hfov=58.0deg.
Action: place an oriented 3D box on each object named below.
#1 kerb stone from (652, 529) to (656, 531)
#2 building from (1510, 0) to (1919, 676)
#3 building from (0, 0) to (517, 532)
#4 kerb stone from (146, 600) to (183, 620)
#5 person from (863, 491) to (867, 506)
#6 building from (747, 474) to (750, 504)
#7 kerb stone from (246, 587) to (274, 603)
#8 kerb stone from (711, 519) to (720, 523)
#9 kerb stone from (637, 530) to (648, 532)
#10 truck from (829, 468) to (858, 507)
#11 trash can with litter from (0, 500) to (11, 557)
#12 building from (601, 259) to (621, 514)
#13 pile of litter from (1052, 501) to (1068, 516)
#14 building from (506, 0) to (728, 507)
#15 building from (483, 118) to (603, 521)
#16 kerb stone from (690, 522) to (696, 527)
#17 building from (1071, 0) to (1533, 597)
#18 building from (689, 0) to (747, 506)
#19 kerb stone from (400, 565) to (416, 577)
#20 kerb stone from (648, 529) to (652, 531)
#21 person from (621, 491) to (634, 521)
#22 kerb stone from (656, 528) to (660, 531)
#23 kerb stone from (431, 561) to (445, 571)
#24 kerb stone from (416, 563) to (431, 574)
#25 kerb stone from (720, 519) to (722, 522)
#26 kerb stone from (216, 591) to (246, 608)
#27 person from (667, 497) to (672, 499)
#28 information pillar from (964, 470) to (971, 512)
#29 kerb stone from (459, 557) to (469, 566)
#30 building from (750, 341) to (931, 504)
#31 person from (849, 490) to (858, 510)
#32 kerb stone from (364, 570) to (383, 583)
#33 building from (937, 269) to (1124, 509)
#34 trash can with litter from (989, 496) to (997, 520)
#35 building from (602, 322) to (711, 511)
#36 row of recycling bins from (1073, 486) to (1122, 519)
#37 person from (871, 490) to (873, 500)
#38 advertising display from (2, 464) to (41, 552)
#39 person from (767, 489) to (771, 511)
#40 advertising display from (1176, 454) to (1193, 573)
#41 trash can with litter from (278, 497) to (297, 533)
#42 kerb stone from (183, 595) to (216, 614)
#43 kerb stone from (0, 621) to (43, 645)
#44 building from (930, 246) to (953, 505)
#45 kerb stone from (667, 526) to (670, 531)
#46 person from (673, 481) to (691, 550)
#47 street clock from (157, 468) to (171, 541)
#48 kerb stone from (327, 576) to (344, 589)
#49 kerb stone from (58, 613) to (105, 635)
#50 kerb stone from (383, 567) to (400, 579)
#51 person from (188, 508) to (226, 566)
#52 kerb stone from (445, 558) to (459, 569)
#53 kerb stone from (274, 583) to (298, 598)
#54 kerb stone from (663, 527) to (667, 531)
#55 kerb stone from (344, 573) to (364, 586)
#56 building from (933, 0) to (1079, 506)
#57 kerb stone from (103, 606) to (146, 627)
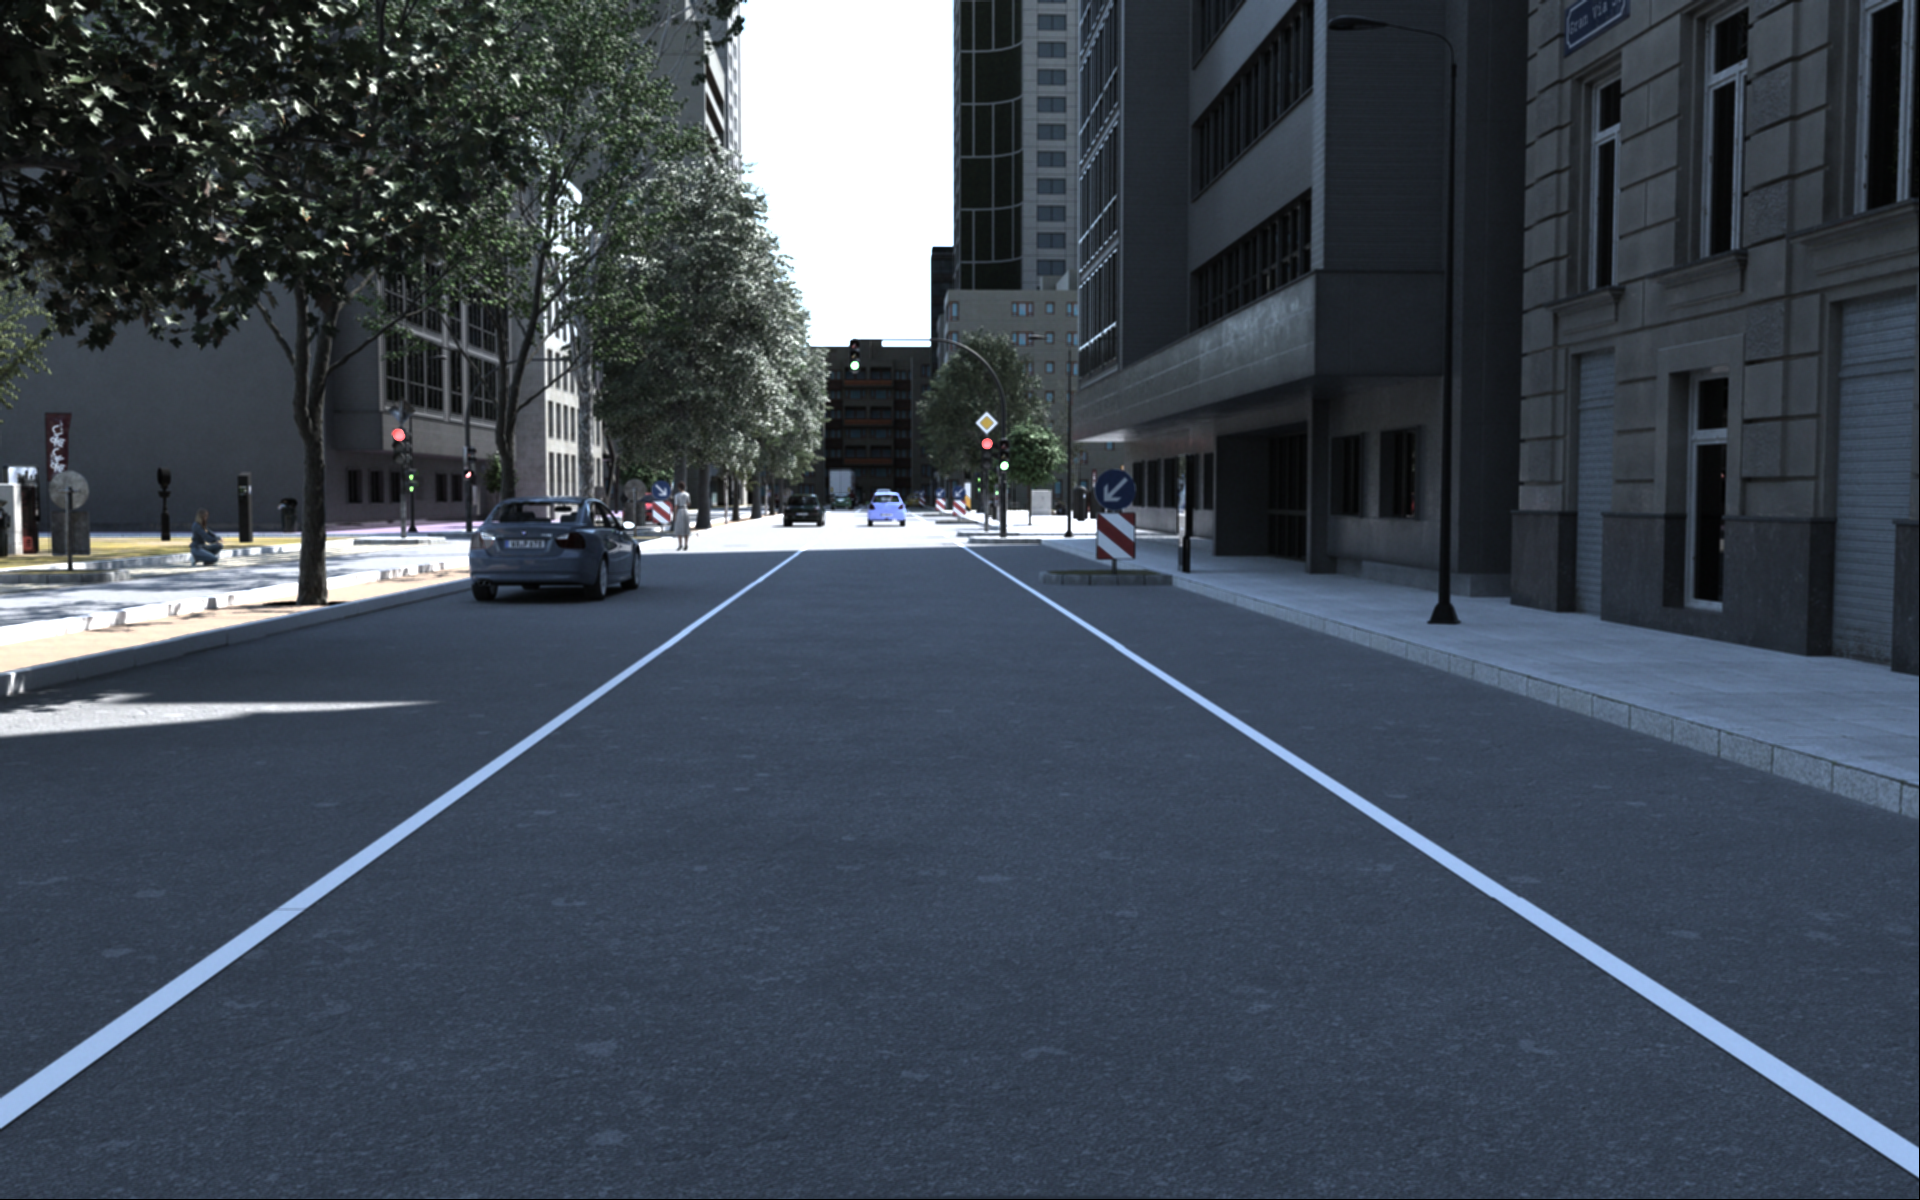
[{"bbox_3d":[-11.185,-2.460,62.526,0.120,0.150,1.000,0,4,-3],"label":"kerb stone"},{"bbox_3d":[12.572,-12.856,7.461,12.463,27.353,25.104,0,4,-3],"label":"building"},{"bbox_3d":[-27.426,-16.872,69.366,14.314,27.812,24.014,0,4,-3],"label":"building"},{"bbox_3d":[-9.278,0.134,20.014,0.120,0.150,1.000,0,4,-3],"label":"kerb stone"},{"bbox_3d":[-11.337,-12.076,205.951,0.705,1.824,1.348,-1,4,-21],"label":"person"},{"bbox_3d":[-42.122,-23.533,229.805,28.899,21.520,27.650,0,4,-3],"label":"building"},{"bbox_3d":[-9.415,-0.054,23.076,0.120,0.150,1.000,0,4,-3],"label":"kerb stone"},{"bbox_3d":[-12.301,-3.966,87.136,0.120,0.150,1.000,0,4,-3],"label":"kerb stone"},{"bbox_3d":[-11.095,-2.341,60.471,0.120,0.150,1.000,0,4,-3],"label":"kerb stone"},{"bbox_3d":[-13.087,-12.558,194.241,2.839,4.237,11.283,0,4,-1],"label":"truck"},{"bbox_3d":[-19.750,-1.440,34.933,1.055,1.170,0.624,0,4,-4],"label":"trash can with litter"},{"bbox_3d":[-29.884,-14.673,107.350,16.820,18.784,16.811,0,4,-3],"label":"building"},{"bbox_3d":[5.695,-5.397,102.207,1.719,0.858,1.176,-1,4,-19],"label":"pile of litter"},{"bbox_3d":[-34.783,-33.502,171.452,21.300,48.544,21.600,0,4,-3],"label":"building"},{"bbox_3d":[-25.366,-14.423,90.559,10.420,20.320,16.860,0,4,-3],"label":"building"},{"bbox_3d":[-11.839,-3.345,76.885,0.120,0.150,1.000,0,4,-3],"label":"kerb stone"},{"bbox_3d":[10.980,-13.260,35.870,14.314,24.678,30.058,0,4,-3],"label":"building"},{"bbox_3d":[-35.621,-46.421,197.236,20.611,71.187,20.563,0,4,-3],"label":"building"},{"bbox_3d":[-9.737,-0.492,30.240,0.120,0.150,1.000,0,4,-3],"label":"kerb stone"},{"bbox_3d":[-11.149,-2.404,61.501,0.120,0.150,1.000,0,4,-3],"label":"kerb stone"},{"bbox_3d":[-13.509,-3.848,70.780,0.474,1.900,0.648,2,4,28],"label":"person"},{"bbox_3d":[-11.239,-2.530,63.553,0.120,0.150,1.000,0,4,-3],"label":"kerb stone"},{"bbox_3d":[-9.830,-0.616,32.285,0.120,0.150,1.000,0,4,-3],"label":"kerb stone"},{"bbox_3d":[-9.788,-0.554,31.261,0.120,0.150,1.000,0,4,-3],"label":"kerb stone"},{"bbox_3d":[-12.344,-4.034,88.159,0.120,0.150,1.000,0,4,-3],"label":"kerb stone"},{"bbox_3d":[-9.371,0.009,22.055,0.120,0.150,1.000,0,4,-3],"label":"kerb stone"},{"bbox_3d":[-19.231,-6.410,113.859,0.519,1.759,0.362,1,4,13],"label":"person"},{"bbox_3d":[0.573,-8.272,126.603,0.504,3.616,0.183,-2,4,-24],"label":"information pillar"},{"bbox_3d":[-9.922,-0.742,34.327,0.120,0.150,1.000,0,4,-3],"label":"kerb stone"},{"bbox_3d":[-12.177,-23.617,231.173,28.899,21.520,27.650,0,4,-3],"label":"building"},{"bbox_3d":[-9.898,-9.231,159.362,0.705,1.831,1.348,-3,5,-40],"label":"person"},{"bbox_3d":[-9.644,-0.367,28.194,0.120,0.150,1.000,0,4,-3],"label":"kerb stone"},{"bbox_3d":[12.125,-19.360,161.582,27.650,21.520,28.899,0,4,-3],"label":"building"},{"bbox_3d":[1.859,-4.518,85.260,0.624,1.170,1.055,2,4,28],"label":"trash can with litter"},{"bbox_3d":[-36.534,-18.467,146.971,27.650,21.520,28.899,0,4,-3],"label":"building"},{"bbox_3d":[7.558,-5.017,89.146,3.534,1.692,1.069,1,4,8],"label":"row of recycling bins"},{"bbox_3d":[-8.311,-9.544,164.483,0.705,1.831,1.348,0,4,-6],"label":"person"},{"bbox_3d":[-20.586,-2.006,38.017,0.123,1.923,0.974,1,4,11],"label":"advertising display"},{"bbox_3d":[-15.832,-8.261,143.436,0.599,1.838,0.709,-3,5,-44],"label":"person"},{"bbox_3d":[3.698,-1.425,28.516,0.123,1.923,0.974,0,4,-2],"label":"advertising display"},{"bbox_3d":[-22.305,-2.817,57.440,0.624,1.170,1.055,-1,4,-23],"label":"trash can with litter"},{"bbox_3d":[-9.320,0.071,21.035,0.120,0.150,1.000,0,4,-3],"label":"kerb stone"},{"bbox_3d":[-9.152,0.321,16.943,0.120,0.150,1.000,0,4,-3],"label":"kerb stone"},{"bbox_3d":[3.488,-26.379,202.999,14.160,30.474,14.107,0,4,-3],"label":"building"},{"bbox_3d":[-11.381,-2.717,66.637,0.120,0.150,1.000,0,4,-3],"label":"kerb stone"},{"bbox_3d":[-7.113,-2.145,44.144,0.480,1.755,0.524,-3,5,-41],"label":"person"},{"bbox_3d":[-21.835,-2.629,47.555,0.358,2.002,0.471,-3,5,-40],"label":"street clock"},{"bbox_3d":[-9.548,-0.236,26.140,0.120,0.150,1.000,0,4,-3],"label":"kerb stone"},{"bbox_3d":[-9.186,0.263,17.964,0.120,0.150,1.000,0,4,-3],"label":"kerb stone"},{"bbox_3d":[-9.689,-0.429,29.215,0.120,0.150,1.000,0,4,-3],"label":"kerb stone"},{"bbox_3d":[-14.956,-1.257,34.554,0.738,1.151,1.012,0,4,-5],"label":"person"},{"bbox_3d":[-9.871,-0.680,33.307,0.120,0.150,1.000,0,4,-3],"label":"kerb stone"},{"bbox_3d":[-9.467,-0.116,24.097,0.120,0.150,1.000,0,4,-3],"label":"kerb stone"},{"bbox_3d":[-11.329,-2.656,65.616,0.120,0.150,1.000,0,4,-3],"label":"kerb stone"},{"bbox_3d":[-9.603,-0.300,27.165,0.120,0.150,1.000,0,4,-3],"label":"kerb stone"},{"bbox_3d":[7.664,-45.648,184.600,20.563,71.187,20.611,0,4,-3],"label":"building"},{"bbox_3d":[-9.234,0.196,18.993,0.120,0.150,1.000,0,4,-3],"label":"kerb stone"}]
